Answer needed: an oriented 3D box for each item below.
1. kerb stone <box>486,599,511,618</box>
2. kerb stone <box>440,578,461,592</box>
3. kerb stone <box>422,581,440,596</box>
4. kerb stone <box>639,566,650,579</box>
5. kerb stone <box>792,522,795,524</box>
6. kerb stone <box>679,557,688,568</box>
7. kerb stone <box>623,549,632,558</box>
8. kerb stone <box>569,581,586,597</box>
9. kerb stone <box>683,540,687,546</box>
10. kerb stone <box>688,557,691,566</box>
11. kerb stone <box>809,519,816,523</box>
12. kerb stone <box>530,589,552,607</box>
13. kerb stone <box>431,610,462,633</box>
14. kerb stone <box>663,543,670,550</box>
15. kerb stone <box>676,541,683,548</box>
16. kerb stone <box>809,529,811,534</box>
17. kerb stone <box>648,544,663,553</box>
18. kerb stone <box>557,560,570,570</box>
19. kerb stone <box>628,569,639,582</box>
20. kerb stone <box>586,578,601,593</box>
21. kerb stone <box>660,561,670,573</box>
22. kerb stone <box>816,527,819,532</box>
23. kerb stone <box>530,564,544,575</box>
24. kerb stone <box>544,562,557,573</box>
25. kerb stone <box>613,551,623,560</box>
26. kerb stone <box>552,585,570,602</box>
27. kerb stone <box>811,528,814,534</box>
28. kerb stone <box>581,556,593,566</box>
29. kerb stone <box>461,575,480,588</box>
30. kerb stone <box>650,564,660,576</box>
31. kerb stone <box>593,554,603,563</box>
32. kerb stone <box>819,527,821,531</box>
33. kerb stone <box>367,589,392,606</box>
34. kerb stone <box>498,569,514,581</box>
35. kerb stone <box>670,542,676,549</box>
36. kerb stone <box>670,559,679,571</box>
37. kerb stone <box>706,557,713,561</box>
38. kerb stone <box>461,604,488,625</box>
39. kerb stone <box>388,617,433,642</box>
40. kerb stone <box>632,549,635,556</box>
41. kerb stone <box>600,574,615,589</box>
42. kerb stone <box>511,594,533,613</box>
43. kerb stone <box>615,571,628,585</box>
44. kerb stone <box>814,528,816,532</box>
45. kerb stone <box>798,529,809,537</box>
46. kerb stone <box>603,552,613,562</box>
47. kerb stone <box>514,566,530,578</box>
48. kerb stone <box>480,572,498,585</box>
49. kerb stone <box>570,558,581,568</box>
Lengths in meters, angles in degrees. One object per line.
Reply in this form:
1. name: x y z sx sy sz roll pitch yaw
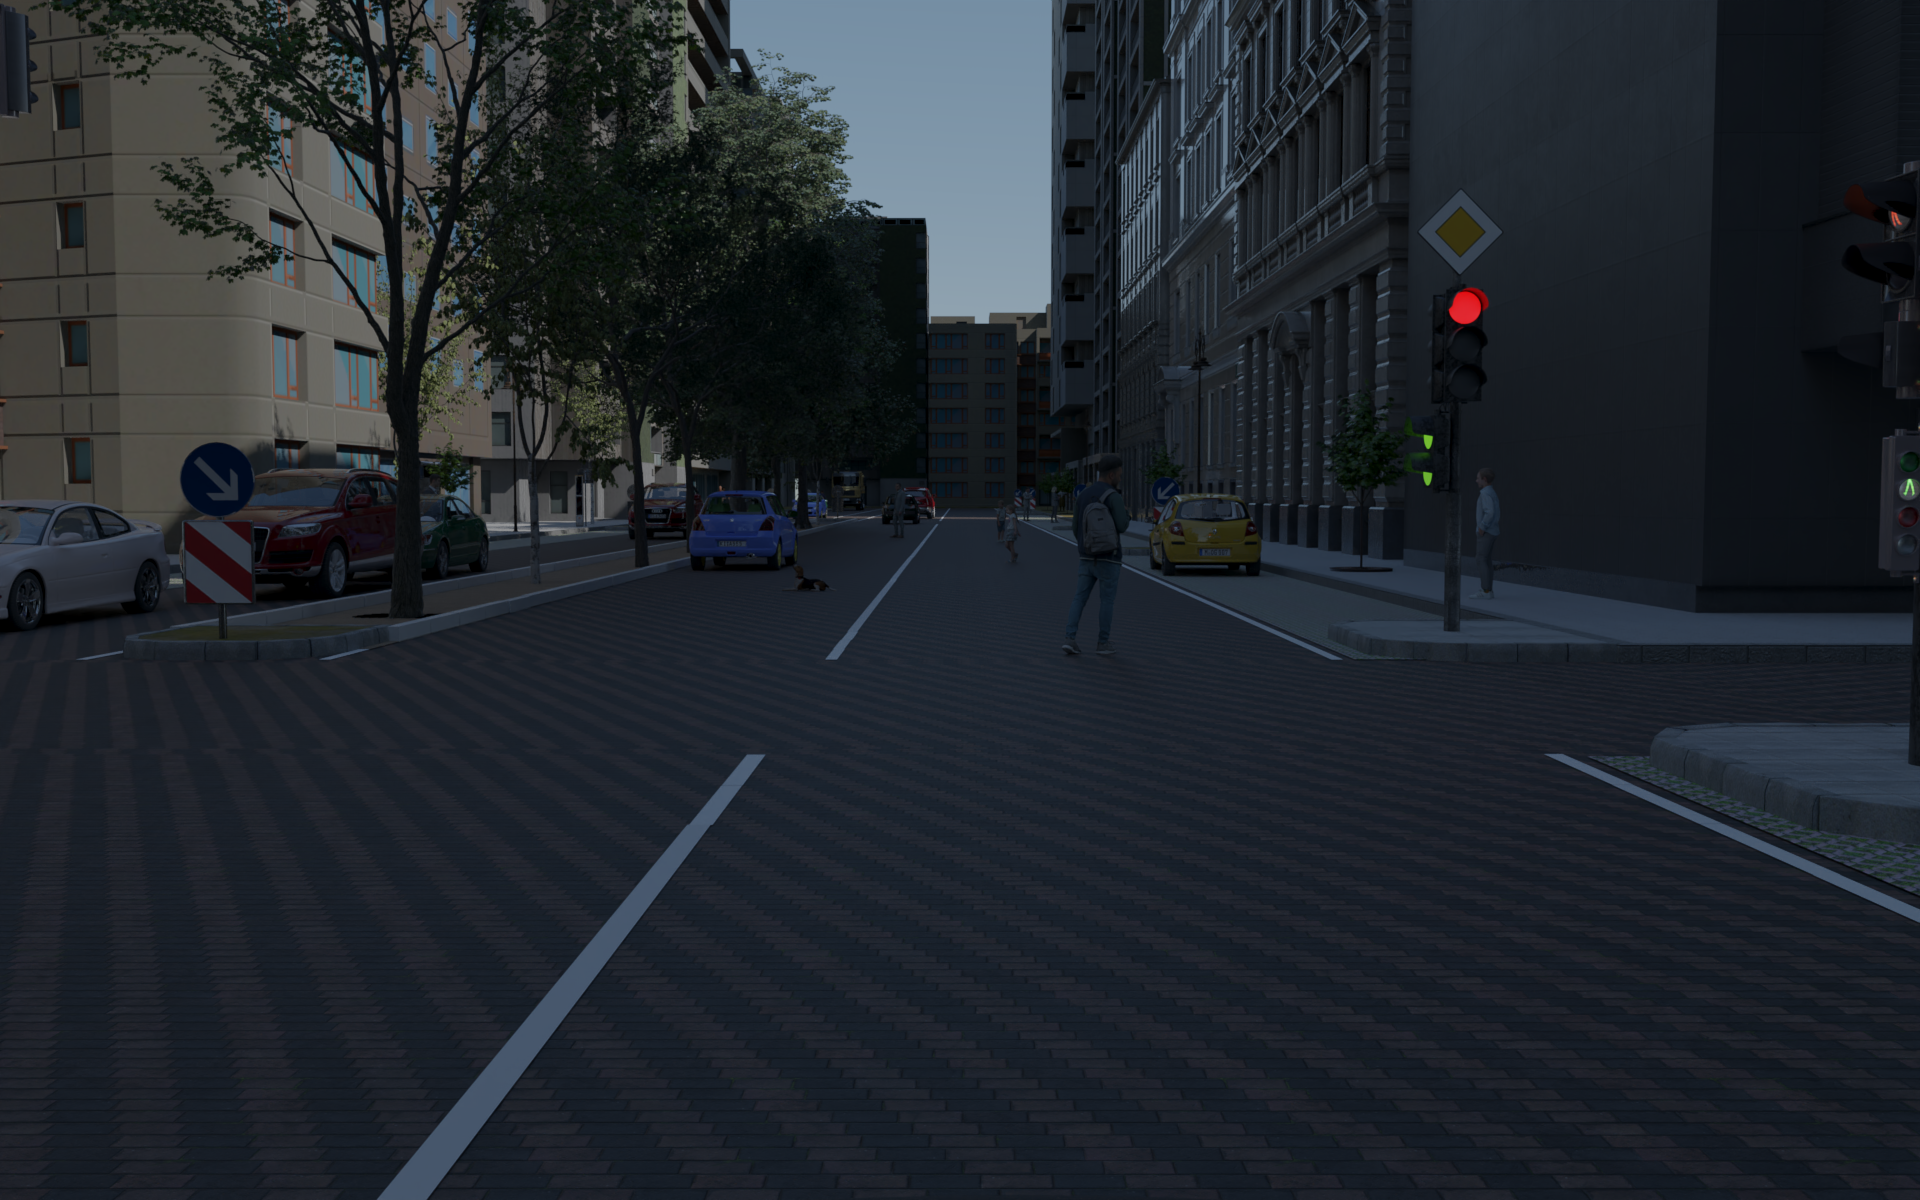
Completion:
1. kerb stone: -5.489 0.114 20.330 0.120 0.150 1.000 0 3 0
2. kerb stone: -7.590 -0.201 25.474 0.120 0.150 1.000 0 3 0
3. kerb stone: -7.585 -0.138 24.448 0.120 0.150 1.000 0 3 0
4. kerb stone: -5.480 -0.446 29.566 0.120 0.150 1.000 0 3 0
5. kerb stone: -7.539 -3.524 79.809 0.120 0.150 1.000 0 3 0
6. kerb stone: -5.482 -0.700 33.662 0.120 0.150 1.000 0 3 0
7. kerb stone: -7.569 -1.014 38.802 0.120 0.150 1.000 0 3 0
8. kerb stone: -5.485 -0.137 24.440 0.120 0.150 1.000 0 3 0
9. kerb stone: -7.564 -1.517 46.999 0.120 0.150 1.000 0 3 0
10. kerb stone: -5.478 -0.764 34.684 0.120 0.150 1.000 0 3 0
11. kerb stone: -7.539 -4.084 89.046 0.120 0.150 1.000 0 3 0
12. kerb stone: -5.489 -0.012 22.395 0.120 0.150 1.000 0 3 0
13. kerb stone: -5.490 0.241 18.285 0.120 0.150 1.000 0 3 0
14. kerb stone: -7.571 -1.329 43.931 0.120 0.150 1.000 0 3 0
15. kerb stone: -7.572 -1.455 45.977 0.120 0.150 1.000 0 3 0
16. kerb stone: -5.454 -2.393 61.347 0.120 0.150 1.000 0 3 0
17. kerb stone: -7.569 -1.267 42.906 0.120 0.150 1.000 0 3 0
18. kerb stone: -7.576 -0.639 32.650 0.120 0.150 1.000 0 3 0
19. kerb stone: -5.481 -0.388 28.544 0.120 0.150 1.000 0 3 0
20. kerb stone: -5.483 -0.200 25.464 0.120 0.150 1.000 0 3 0
21. kerb stone: -5.478 -0.574 31.610 0.120 0.150 1.000 0 3 0
22. kerb stone: -5.452 -2.582 64.426 0.120 0.150 1.000 0 3 0
23. kerb stone: -7.574 -0.514 30.604 0.120 0.150 1.000 0 3 0
24. kerb stone: -7.587 -0.577 31.626 0.120 0.150 1.000 0 3 0
25. kerb stone: -7.574 -0.953 37.773 0.120 0.150 1.000 0 3 0
26. kerb stone: -5.483 -0.075 23.417 0.120 0.150 1.000 0 3 0
27. kerb stone: -5.450 -2.458 62.381 0.120 0.150 1.000 0 3 0
28. kerb stone: -7.569 -0.765 34.696 0.120 0.150 1.000 0 3 0
29. kerb stone: -7.583 -0.263 26.501 0.120 0.150 1.000 0 3 0
30. kerb stone: -5.483 -0.513 30.588 0.120 0.150 1.000 0 3 0
31. kerb stone: -7.573 -0.827 35.724 0.120 0.150 1.000 0 3 0
32. kerb stone: -5.454 -2.645 65.448 0.120 0.150 1.000 0 3 0
33. kerb stone: -7.579 -0.011 22.394 0.120 0.150 1.000 0 3 0
34. kerb stone: -7.582 -0.386 28.549 0.120 0.150 1.000 0 3 0
35. kerb stone: -7.575 -1.392 44.955 0.120 0.150 1.000 0 3 0
36. kerb stone: -5.478 -0.639 32.640 0.120 0.150 1.000 0 3 0
37. kerb stone: -5.471 -0.949 37.774 0.120 0.150 1.000 0 3 0
38. kerb stone: -5.488 0.177 19.308 0.120 0.150 1.000 0 3 0
39. kerb stone: -5.490 0.302 17.263 0.120 0.150 1.000 0 3 0
40. kerb stone: -7.572 -1.078 39.835 0.120 0.150 1.000 0 3 0
41. kerb stone: -5.482 -0.262 26.490 0.120 0.150 1.000 0 3 0
42. kerb stone: -5.479 0.057 21.363 0.120 0.150 1.000 0 3 0
43. kerb stone: -5.476 -0.326 27.521 0.120 0.150 1.000 0 3 0
44. kerb stone: -5.458 -2.520 63.404 0.120 0.150 1.000 0 3 0
45. kerb stone: -5.464 -2.331 60.315 0.120 0.150 1.000 0 3 0
46. kerb stone: -7.576 -0.890 36.746 0.120 0.150 1.000 0 3 0
47. kerb stone: -7.574 -0.452 29.582 0.120 0.150 1.000 0 3 0
48. kerb stone: -7.584 -0.326 27.524 0.120 0.150 1.000 0 3 0
49. kerb stone: -7.582 -0.702 33.672 0.120 0.150 1.000 0 3 0
